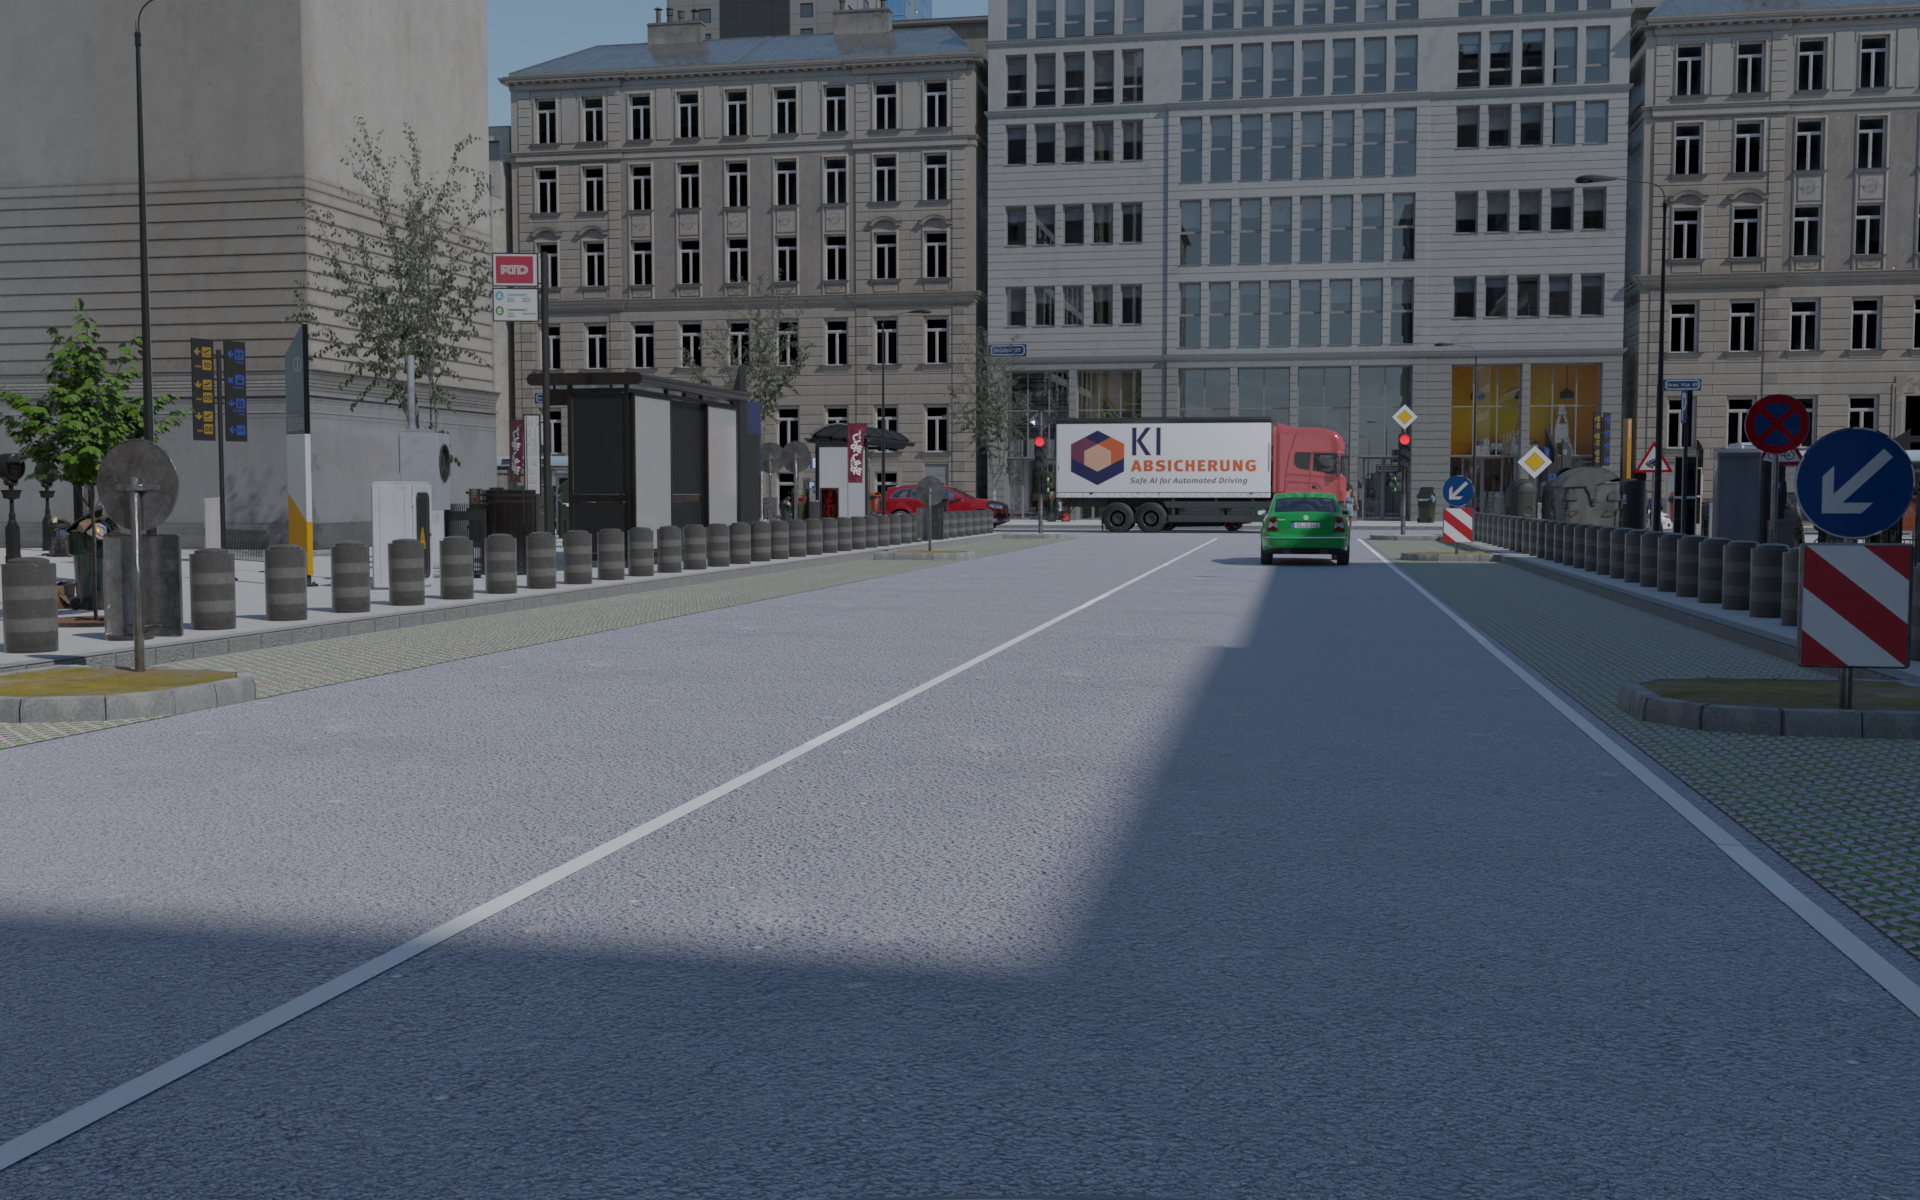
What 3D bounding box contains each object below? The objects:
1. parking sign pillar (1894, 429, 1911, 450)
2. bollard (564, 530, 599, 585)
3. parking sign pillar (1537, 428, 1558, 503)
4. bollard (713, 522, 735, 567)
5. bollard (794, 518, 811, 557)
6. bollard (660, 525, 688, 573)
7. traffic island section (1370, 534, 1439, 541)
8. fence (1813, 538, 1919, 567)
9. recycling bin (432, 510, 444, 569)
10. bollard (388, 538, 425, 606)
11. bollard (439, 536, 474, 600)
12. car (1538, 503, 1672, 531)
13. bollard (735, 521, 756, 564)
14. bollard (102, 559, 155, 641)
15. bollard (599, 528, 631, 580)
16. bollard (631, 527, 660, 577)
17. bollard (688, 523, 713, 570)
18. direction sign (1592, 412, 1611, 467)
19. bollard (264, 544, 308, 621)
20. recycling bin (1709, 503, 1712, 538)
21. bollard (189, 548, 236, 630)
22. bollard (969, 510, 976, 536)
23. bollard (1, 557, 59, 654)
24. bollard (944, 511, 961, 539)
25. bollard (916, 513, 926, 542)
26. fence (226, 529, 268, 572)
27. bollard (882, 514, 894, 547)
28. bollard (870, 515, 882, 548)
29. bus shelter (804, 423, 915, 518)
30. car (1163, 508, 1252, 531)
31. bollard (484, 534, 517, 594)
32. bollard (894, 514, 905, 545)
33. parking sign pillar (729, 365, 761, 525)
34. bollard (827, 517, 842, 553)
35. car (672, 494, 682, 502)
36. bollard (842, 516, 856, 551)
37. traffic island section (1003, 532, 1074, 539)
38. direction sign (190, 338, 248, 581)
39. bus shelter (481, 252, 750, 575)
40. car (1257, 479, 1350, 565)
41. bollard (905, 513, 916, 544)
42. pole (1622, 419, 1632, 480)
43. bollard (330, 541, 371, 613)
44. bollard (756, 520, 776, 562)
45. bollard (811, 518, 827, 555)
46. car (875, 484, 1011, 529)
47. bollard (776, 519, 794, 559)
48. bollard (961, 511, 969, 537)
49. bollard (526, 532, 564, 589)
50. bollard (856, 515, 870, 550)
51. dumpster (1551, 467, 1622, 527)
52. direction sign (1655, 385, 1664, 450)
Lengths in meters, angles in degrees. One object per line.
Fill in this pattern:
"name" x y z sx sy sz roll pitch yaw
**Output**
"parking sign pillar" 38.548 -5.091 71.711 1.447 3.967 1.447 2 4 24
"bollard" -5.457 -0.613 24.732 0.404 0.777 0.398 0 3 0
"parking sign pillar" 23.949 -5.023 70.595 1.447 3.967 1.447 0 4 2
"bollard" -4.280 -0.975 30.656 0.404 0.777 0.398 0 3 0
"bollard" -3.341 -1.265 35.395 0.404 0.777 0.398 0 3 0
"bollard" -4.749 -0.831 28.297 0.404 0.777 0.398 0 3 0
"traffic island section" 13.934 -1.965 54.407 2.009 0.180 2.903 1 4 11
"fence" 12.586 -0.486 23.322 2.069 0.683 0.278 2 4 32
"recycling bin" -9.315 -1.043 29.600 0.722 1.027 0.722 3 4 39
"bollard" -6.395 -0.324 20.012 0.404 0.777 0.398 0 3 0
"bollard" -6.160 -0.396 21.190 0.404 0.777 0.398 0 3 0
"car" 23.853 -3.172 64.227 4.827 1.381 2.083 1 4 12
"bollard" -4.048 -1.047 31.835 0.404 0.777 0.398 0 3 0
"bollard" -7.334 -0.034 15.279 0.404 0.777 0.398 0 3 0
"bollard" -5.223 -0.685 25.917 0.404 0.777 0.398 0 3 0
"bollard" -4.992 -0.757 27.097 0.404 0.777 0.398 0 3 0
"bollard" -4.515 -0.903 29.476 0.404 0.777 0.398 0 3 0
"direction sign" 17.707 -3.417 47.865 0.876 3.537 0.379 -3 5 -40
"bollard" -6.865 -0.179 17.636 0.404 0.777 0.398 0 3 0
"recycling bin" 20.668 -2.099 46.871 0.722 1.027 0.722 2 4 24
"bollard" -7.102 -0.106 16.458 0.404 0.777 0.398 0 3 0
"bollard" 0.187 -2.351 53.148 0.404 0.777 0.398 0 3 0
"bollard" -7.571 0.038 14.100 0.404 0.777 0.398 0 3 0
"bollard" -0.287 -2.206 50.787 0.404 0.777 0.398 0 3 0
"bollard" -1.222 -1.917 46.068 0.404 0.777 0.398 0 3 0
"fence" -12.051 -0.844 29.169 0.278 0.683 2.069 -3 5 -43
"bollard" -1.929 -1.700 42.516 0.404 0.777 0.398 0 3 0
"bollard" -2.163 -1.628 41.337 0.404 0.777 0.398 0 3 0
"bus shelter" -2.911 -3.540 51.799 2.014 3.302 5.546 1 4 11
"car" 9.378 -3.568 68.123 4.222 1.686 2.009 1 4 13
"bollard" -5.930 -0.468 22.370 0.404 0.777 0.398 0 3 0
"bollard" -1.691 -1.773 43.699 0.404 0.777 0.398 0 3 0
"parking sign pillar" -4.604 -2.956 36.796 1.447 3.967 1.447 -1 4 -19
"bollard" -2.873 -1.409 37.760 0.404 0.777 0.398 0 3 0
"car" -11.695 -3.371 66.915 4.920 1.459 2.131 1 4 11
"bollard" -2.633 -1.483 38.965 0.404 0.777 0.398 0 3 0
"traffic island section" 2.614 -2.102 56.652 2.009 0.180 2.903 1 4 11
"direction sign" -10.895 -2.052 25.544 0.379 3.537 0.876 2 4 32
"bus shelter" -6.195 -3.284 31.326 2.179 5.291 8.768 1 4 11
"car" 7.239 -1.692 36.455 1.959 1.807 4.718 1 4 10
"bollard" -1.456 -1.845 44.881 0.404 0.777 0.398 0 3 0
"pole" 18.057 -3.247 46.932 0.158 3.312 0.155 0 3 0
"bollard" -6.627 -0.251 18.829 0.404 0.777 0.398 0 3 0
"bollard" -3.811 -1.119 33.013 0.404 0.777 0.398 0 3 0
"bollard" -3.105 -1.337 36.574 0.404 0.777 0.398 0 3 0
"car" -0.662 -3.610 67.699 5.304 1.827 2.281 1 4 9
"bollard" -3.582 -1.191 34.193 0.404 0.777 0.398 0 3 0
"bollard" -0.048 -2.278 51.964 0.404 0.777 0.398 0 3 0
"bollard" -5.696 -0.540 23.554 0.404 0.777 0.398 0 3 0
"bollard" -2.391 -1.556 40.157 0.404 0.777 0.398 0 3 0
"dumpster" 13.460 -1.924 37.223 1.264 1.857 1.865 1 4 11
"direction sign" 14.634 -2.709 36.292 0.379 3.537 0.876 2 4 29
